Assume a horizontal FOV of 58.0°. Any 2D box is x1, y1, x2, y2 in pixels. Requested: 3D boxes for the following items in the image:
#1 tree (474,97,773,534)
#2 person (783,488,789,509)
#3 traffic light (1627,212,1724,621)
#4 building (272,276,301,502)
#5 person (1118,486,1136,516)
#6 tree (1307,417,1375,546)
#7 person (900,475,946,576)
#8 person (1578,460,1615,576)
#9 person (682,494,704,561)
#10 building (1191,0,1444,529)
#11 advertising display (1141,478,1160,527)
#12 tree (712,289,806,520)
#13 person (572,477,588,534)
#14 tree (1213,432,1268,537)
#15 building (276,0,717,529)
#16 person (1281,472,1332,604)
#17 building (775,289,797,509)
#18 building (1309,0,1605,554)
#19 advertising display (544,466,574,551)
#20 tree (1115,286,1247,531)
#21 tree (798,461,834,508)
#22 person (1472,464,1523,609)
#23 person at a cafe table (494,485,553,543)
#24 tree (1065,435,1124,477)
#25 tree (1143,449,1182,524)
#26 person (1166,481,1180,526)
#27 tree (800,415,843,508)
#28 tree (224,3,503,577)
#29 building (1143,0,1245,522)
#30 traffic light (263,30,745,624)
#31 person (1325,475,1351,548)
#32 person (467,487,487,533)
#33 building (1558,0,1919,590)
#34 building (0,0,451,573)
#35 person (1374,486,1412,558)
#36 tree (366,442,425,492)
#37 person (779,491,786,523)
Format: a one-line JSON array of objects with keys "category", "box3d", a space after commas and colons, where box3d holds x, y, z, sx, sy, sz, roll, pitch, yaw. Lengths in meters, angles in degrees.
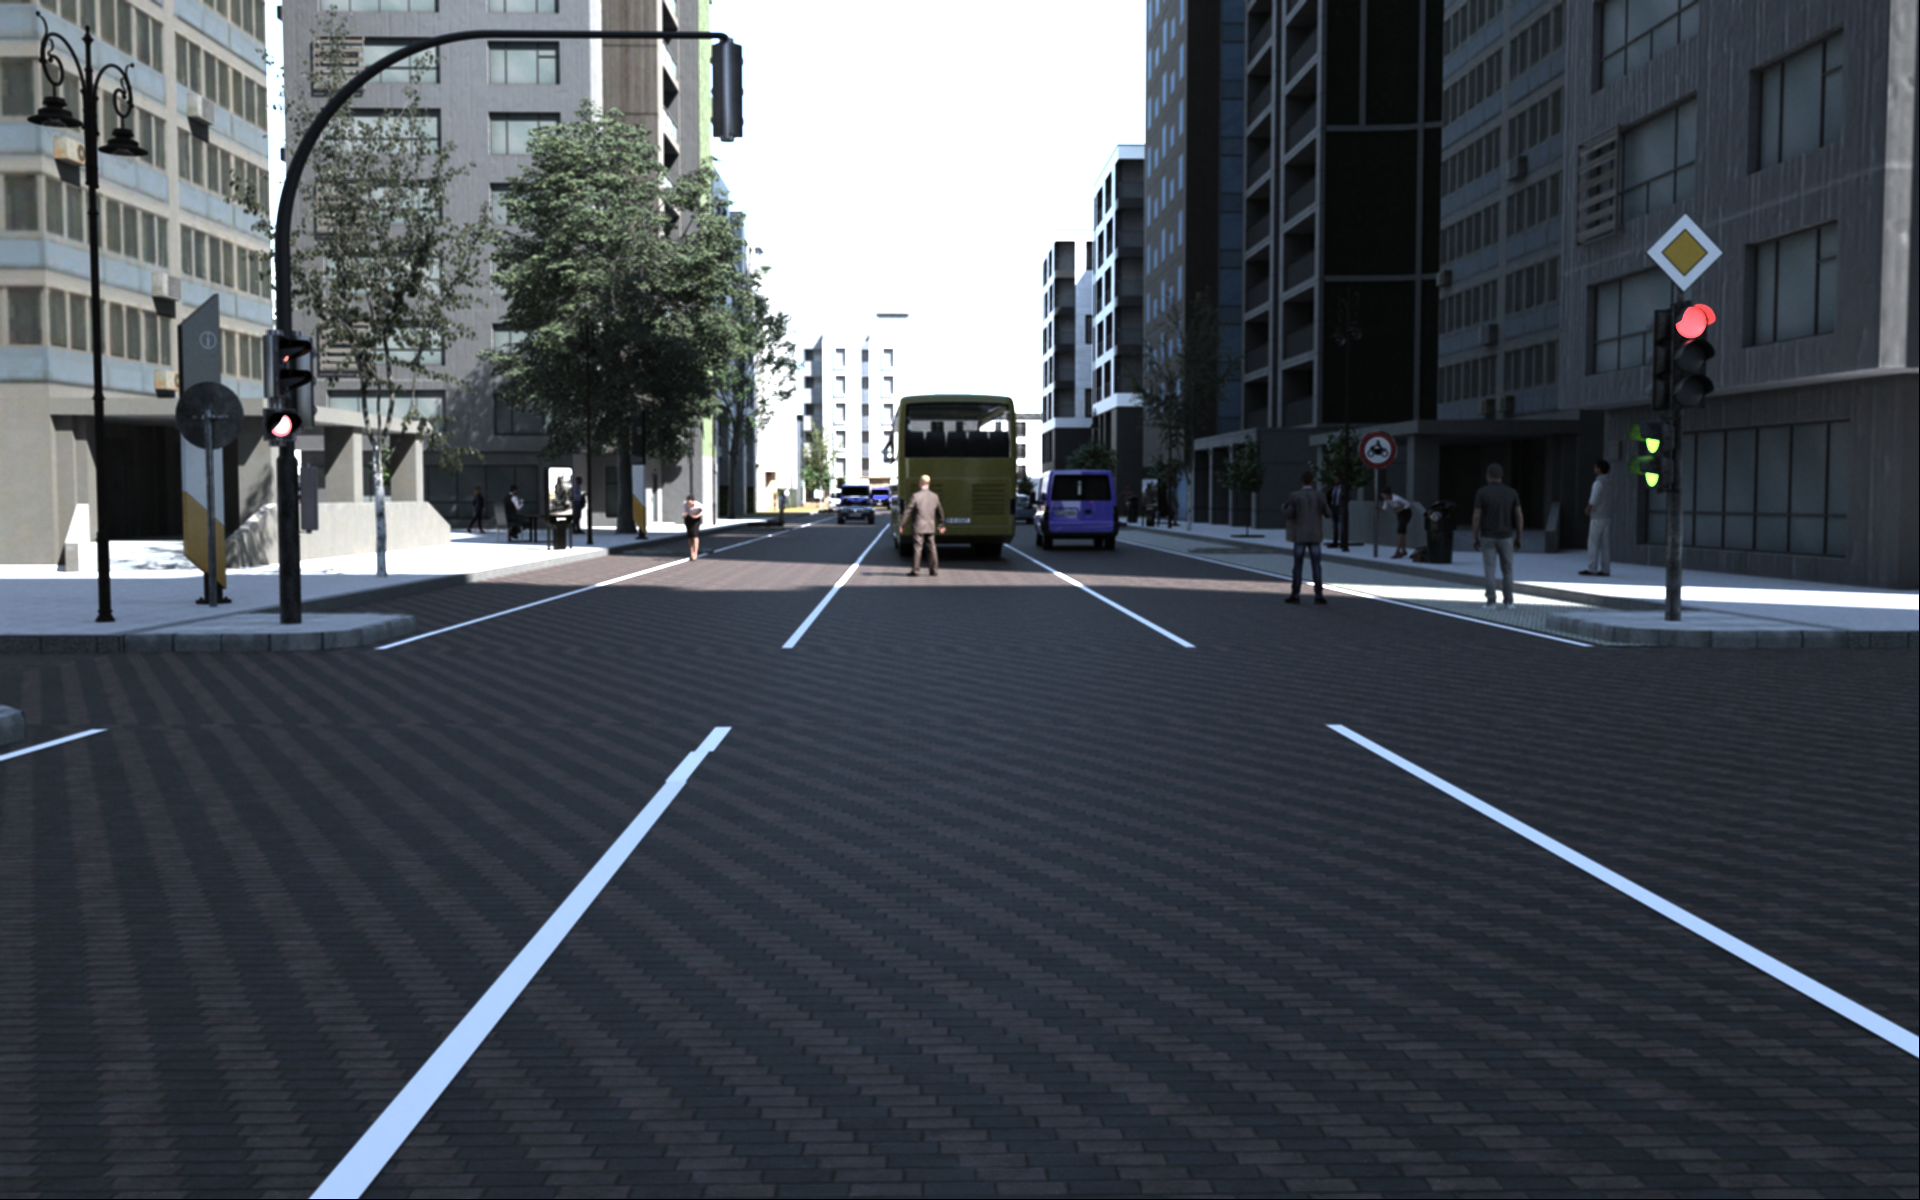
[{"category": "tree", "box3d": [-10.898, -9.136, 56.035, 9.857, 13.997, 8.962, 0, 3, 0]}, {"category": "person", "box3d": [-15.019, -8.744, 148.881, 0.599, 1.838, 0.709, 3, 4, 38]}, {"category": "traffic light", "box3d": [7.213, -1.745, 17.456, 0.839, 4.253, 0.868, 0, 4, -2]}, {"category": "building", "box3d": [-64.029, -18.380, 156.930, 11.380, 20.091, 16.016, 0, 4, -2]}, {"category": "person", "box3d": [9.729, -5.748, 100.747, 1.217, 1.743, 0.721, 1, 4, 10]}, {"category": "tree", "box3d": [9.469, -2.978, 43.296, 1.663, 3.219, 1.824, 0, 3, 0]}, {"category": "person", "box3d": [-0.676, -1.301, 30.319, 0.990, 1.755, 0.434, -2, 4, -34]}, {"category": "person", "box3d": [9.959, -1.277, 27.064, 0.875, 1.805, 0.789, -3, 5, -39]}, {"category": "person", "box3d": [-5.778, -1.562, 37.222, 0.628, 1.438, 0.799, -2, 4, -34]}, {"category": "building", "box3d": [20.941, -38.414, 66.327, 20.563, 71.187, 20.611, 0, 4, -2]}, {"category": "advertising display", "box3d": [7.539, -3.873, 68.531, 0.123, 1.923, 0.974, -3, 4, -38]}, {"category": "tree", "box3d": [-11.392, -9.866, 87.070, 9.928, 11.665, 9.643, 0, 3, 0]}, {"category": "person", "box3d": [-12.201, -3.051, 55.793, 0.599, 1.838, 0.709, 0, 4, 3]}, {"category": "tree", "box3d": [8.673, -3.496, 51.753, 1.663, 3.219, 1.824, 0, 3, 0]}, {"category": "building", "box3d": [-17.664, -23.567, 68.918, 14.154, 41.232, 14.086, 0, 4, -2]}, {"category": "person", "box3d": [4.534, -0.817, 22.680, 0.655, 1.722, 0.431, 0, 4, 8]}, {"category": "building", "box3d": [-31.218, -17.798, 157.450, 31.486, 18.905, 16.747, 0, 4, -2]}, {"category": "building", "box3d": [26.554, -21.595, 44.962, 32.217, 40.220, 23.993, 0, 4, -2]}, {"category": "advertising display", "box3d": [-9.163, -2.103, 39.596, 0.123, 1.923, 0.974, 1, 4, 22]}, {"category": "tree", "box3d": [7.852, -6.759, 60.873, 4.360, 8.622, 3.978, 0, 3, 0]}, {"category": "tree", "box3d": [-13.500, -10.930, 162.420, 4.285, 4.588, 4.351, 0, 3, 0]}, {"category": "person", "box3d": [6.663, -0.786, 21.477, 0.598, 1.807, 0.434, 1, 4, 16]}, {"category": "person at a cafe table", "box3d": [-11.562, -2.286, 45.888, 1.698, 1.524, 1.622, 3, 4, 36]}, {"category": "tree", "box3d": [7.445, -6.873, 96.088, 4.285, 4.588, 4.351, 0, 3, 0]}, {"category": "tree", "box3d": [8.655, -4.917, 75.002, 1.663, 3.219, 1.824, 0, 3, 0]}, {"category": "person", "box3d": [8.616, -3.899, 69.920, 0.434, 1.807, 0.598, -2, 4, -27]}, {"category": "tree", "box3d": [-12.617, -12.630, 156.865, 4.737, 8.622, 4.395, 0, 3, 0]}, {"category": "tree", "box3d": [-8.953, -4.657, 26.509, 4.360, 8.622, 3.978, 0, 3, 0]}, {"category": "building", "box3d": [16.861, -26.569, 84.519, 14.600, 45.320, 14.200, 0, 4, -2]}, {"category": "traffic light", "box3d": [-4.535, -2.599, 17.162, 4.771, 5.953, 1.251, 0, 4, -2]}, {"category": "person", "box3d": [8.902, -2.086, 40.965, 0.431, 1.722, 0.655, -2, 4, -34]}, {"category": "person", "box3d": [-15.891, -2.958, 56.948, 0.480, 1.512, 0.613, 3, 5, 39]}, {"category": "building", "box3d": [18.404, -20.892, 25.186, 14.086, 41.232, 14.154, 0, 4, -2]}, {"category": "building", "box3d": [-28.749, -20.991, 35.079, 32.217, 40.220, 23.993, 0, 4, -2]}, {"category": "person", "box3d": [8.662, -1.549, 34.564, 0.628, 1.438, 0.799, 2, 4, 27]}, {"category": "tree", "box3d": [-17.867, -3.666, 54.533, 1.663, 3.219, 1.824, 0, 3, 0]}, {"category": "person", "box3d": [-8.789, -4.593, 85.655, 0.319, 1.574, 0.516, -1, 4, -20]}]
